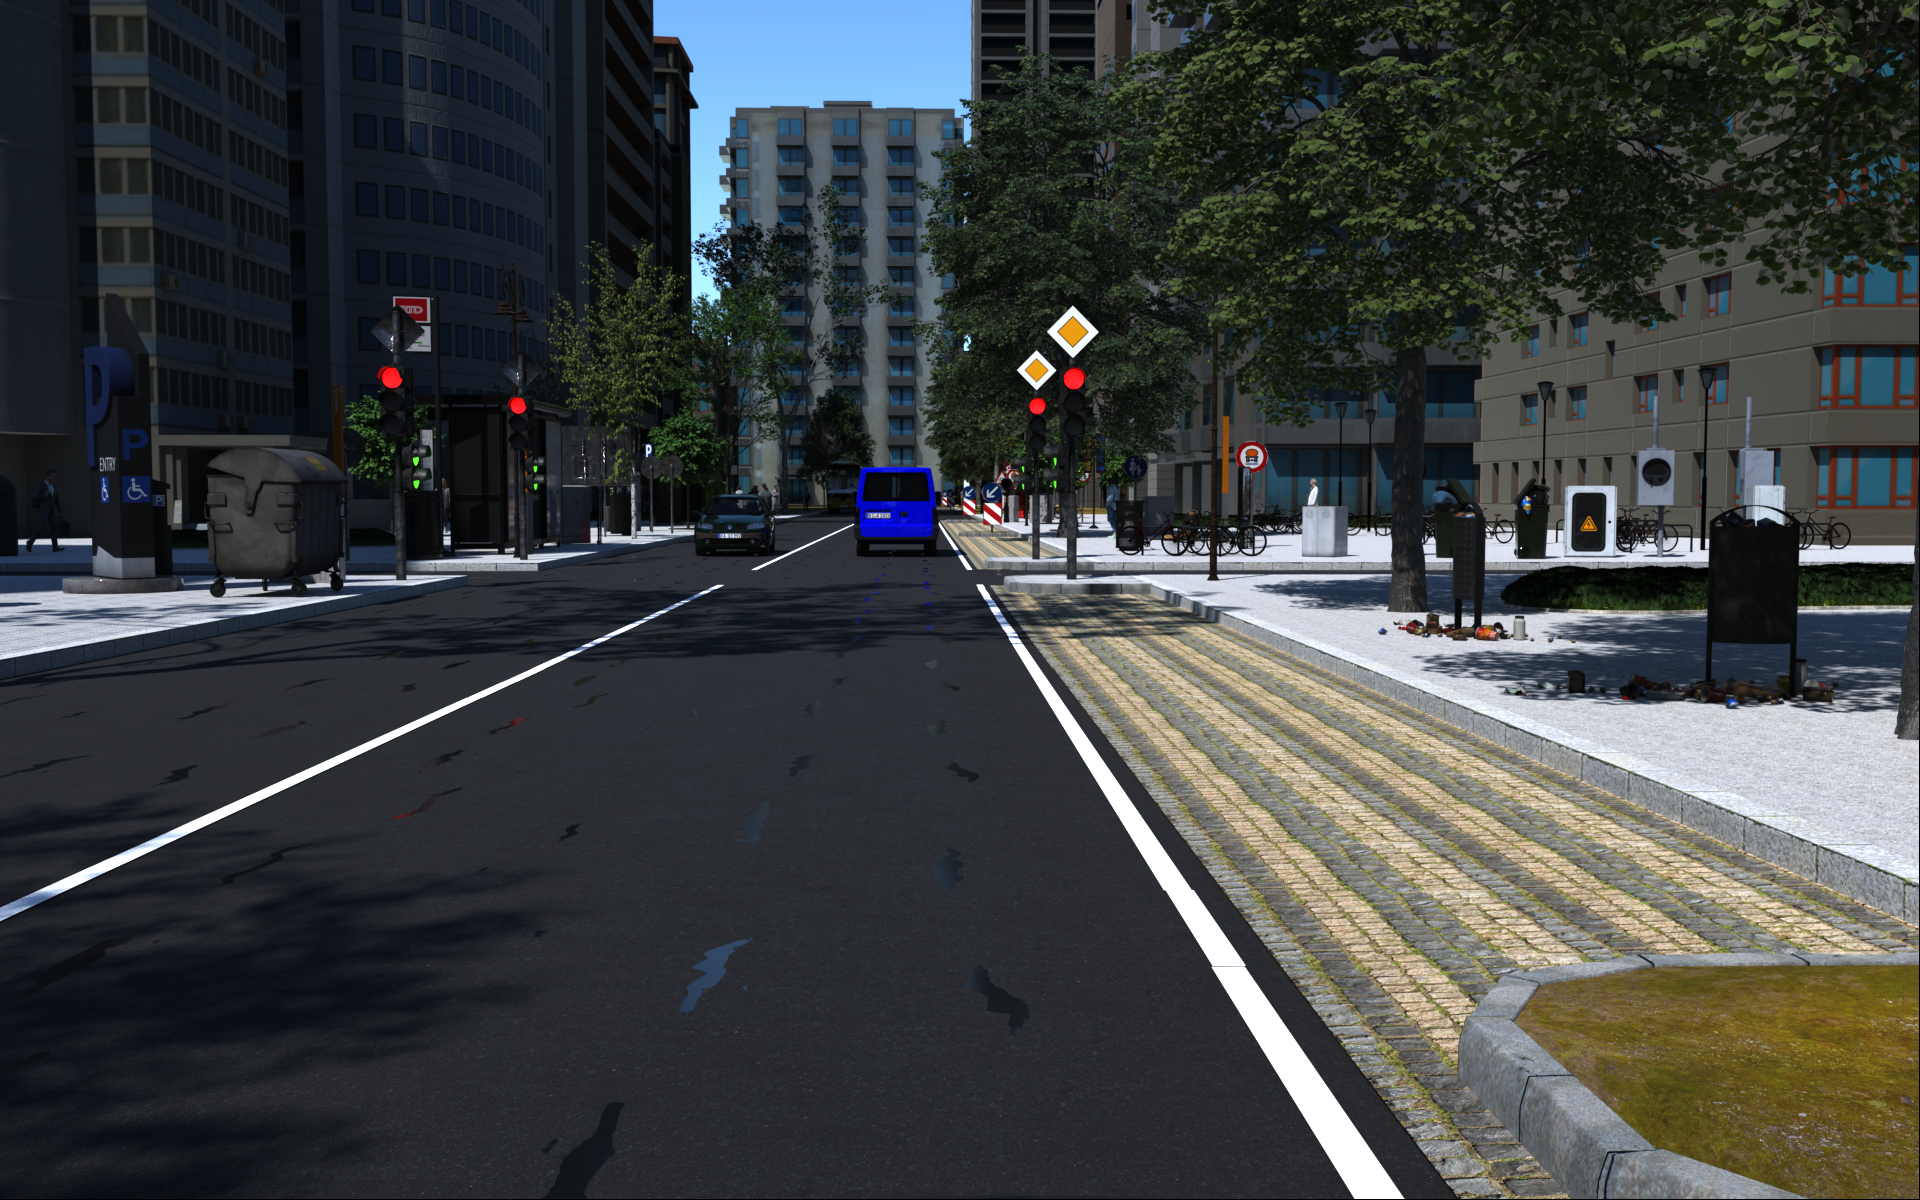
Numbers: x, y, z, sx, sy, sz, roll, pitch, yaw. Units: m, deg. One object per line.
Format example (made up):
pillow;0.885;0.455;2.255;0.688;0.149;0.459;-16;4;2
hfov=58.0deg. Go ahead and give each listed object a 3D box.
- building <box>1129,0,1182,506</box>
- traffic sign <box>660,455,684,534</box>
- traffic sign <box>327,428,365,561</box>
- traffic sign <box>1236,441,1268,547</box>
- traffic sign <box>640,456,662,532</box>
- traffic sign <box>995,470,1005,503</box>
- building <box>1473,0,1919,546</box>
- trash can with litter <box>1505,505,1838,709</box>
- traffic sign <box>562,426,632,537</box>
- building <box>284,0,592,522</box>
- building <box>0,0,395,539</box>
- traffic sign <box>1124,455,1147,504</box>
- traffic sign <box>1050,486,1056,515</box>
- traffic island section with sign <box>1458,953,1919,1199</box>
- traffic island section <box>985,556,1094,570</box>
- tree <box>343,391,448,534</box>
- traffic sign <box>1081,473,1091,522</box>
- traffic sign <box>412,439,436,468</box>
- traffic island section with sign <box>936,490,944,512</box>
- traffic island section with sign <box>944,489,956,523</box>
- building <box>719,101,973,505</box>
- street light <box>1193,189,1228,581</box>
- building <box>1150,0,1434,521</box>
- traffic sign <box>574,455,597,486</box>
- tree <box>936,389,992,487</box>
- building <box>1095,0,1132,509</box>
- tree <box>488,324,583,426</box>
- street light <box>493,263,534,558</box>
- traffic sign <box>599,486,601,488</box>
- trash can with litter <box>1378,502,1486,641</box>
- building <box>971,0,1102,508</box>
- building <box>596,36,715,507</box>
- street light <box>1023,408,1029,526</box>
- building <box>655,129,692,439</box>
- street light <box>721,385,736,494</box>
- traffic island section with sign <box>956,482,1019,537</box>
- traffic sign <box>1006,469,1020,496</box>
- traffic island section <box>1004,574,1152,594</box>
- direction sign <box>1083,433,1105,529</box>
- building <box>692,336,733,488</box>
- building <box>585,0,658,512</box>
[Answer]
building;22.902;-35.639;124.703;21.231;58.520;28.212;0;4;-1
traffic sign;-9.360;-3.434;56.247;0.768;2.556;0.104;0;4;1
traffic sign;-11.782;-2.027;33.243;0.768;2.556;0.104;0;4;6
traffic sign;7.000;-2.538;41.606;0.768;2.556;0.104;0;4;6
traffic sign;-10.337;-3.544;58.045;0.768;2.556;0.104;0;4;6
traffic sign;2.281;-5.771;94.365;0.884;2.594;0.081;0;4;2
building;35.674;-12.939;56.596;28.899;21.520;27.650;0;4;-1
trash can with litter;4.643;-0.004;11.122;2.233;1.210;1.678;1;4;10
traffic sign;-10.947;-3.543;51.801;2.265;3.308;0.079;0;4;2
building;-32.291;-33.403;88.145;21.231;58.520;28.212;0;4;-1
building;-35.784;-22.183;54.575;32.217;40.220;23.993;0;4;-1
traffic sign;5.762;-3.473;56.885;0.768;2.556;0.104;0;4;7
traffic sign;5.623;-6.135;102.432;0.606;2.300;0.079;0;4;1
traffic island section with sign;2.222;0.296;3.782;1.989;1.847;2.006;0;4;-1
traffic island section;1.514;-0.717;34.006;2.009;0.180;2.903;0;4;-1
tree;-16.985;-4.159;51.721;4.285;4.588;4.351;0;3;0
traffic sign;5.604;-4.841;79.264;0.768;2.556;0.104;0;4;2
traffic sign;-12.181;-2.401;39.361;0.768;2.556;0.104;0;4;7
traffic island section with sign;-0.841;-7.774;135.734;1.989;1.847;2.006;0;4;-1
traffic island section with sign;0.322;-4.711;85.657;1.989;1.847;2.006;0;4;-1
building;-13.745;-36.339;213.752;30.456;49.044;23.786;0;4;-1
street light;3.760;-3.226;25.538;0.468;5.910;1.993;0;4;-1
building;23.166;-28.874;91.691;23.786;49.044;30.456;0;4;-1
traffic sign;-9.921;-2.677;45.893;0.606;2.300;0.079;0;4;7
tree;1.518;-15.830;176.950;7.486;12.596;7.792;0;3;0
building;19.090;-30.341;146.190;14.600;45.320;14.200;0;4;-1
tree;-17.980;-7.564;74.035;4.360;8.622;3.978;0;3;0
street light;-8.936;-3.793;34.806;0.468;5.910;1.993;0;4;-1
traffic sign;-12.879;-3.784;61.974;0.768;2.556;0.104;0;4;-1
trash can with litter;4.648;-0.299;15.940;1.678;1.210;2.233;0;4;-4
building;11.804;-47.366;212.679;20.611;71.187;20.563;0;4;-1
building;-38.065;-31.028;161.934;28.867;44.769;22.147;0;4;-1
street light;2.690;-5.930;69.749;0.468;5.910;1.993;0;4;-1
building;-29.222;-22.333;136.850;14.160;30.474;14.107;0;4;-1
street light;-9.798;-6.157;73.461;0.468;5.910;1.993;0;4;-1
traffic island section with sign;0.953;-3.056;58.599;1.989;1.847;2.006;0;4;-1
traffic sign;2.747;-5.385;88.149;0.768;2.556;0.104;0;4;2
traffic island section;1.699;-0.229;26.023;2.009;0.180;2.903;0;4;-1
direction sign;4.988;-4.433;64.471;0.876;3.537;0.379;2;4;28
building;-43.458;-22.676;215.783;28.899;21.520;27.650;0;4;-1
building;-33.130;-30.256;118.383;21.300;48.544;21.600;0;4;-1
